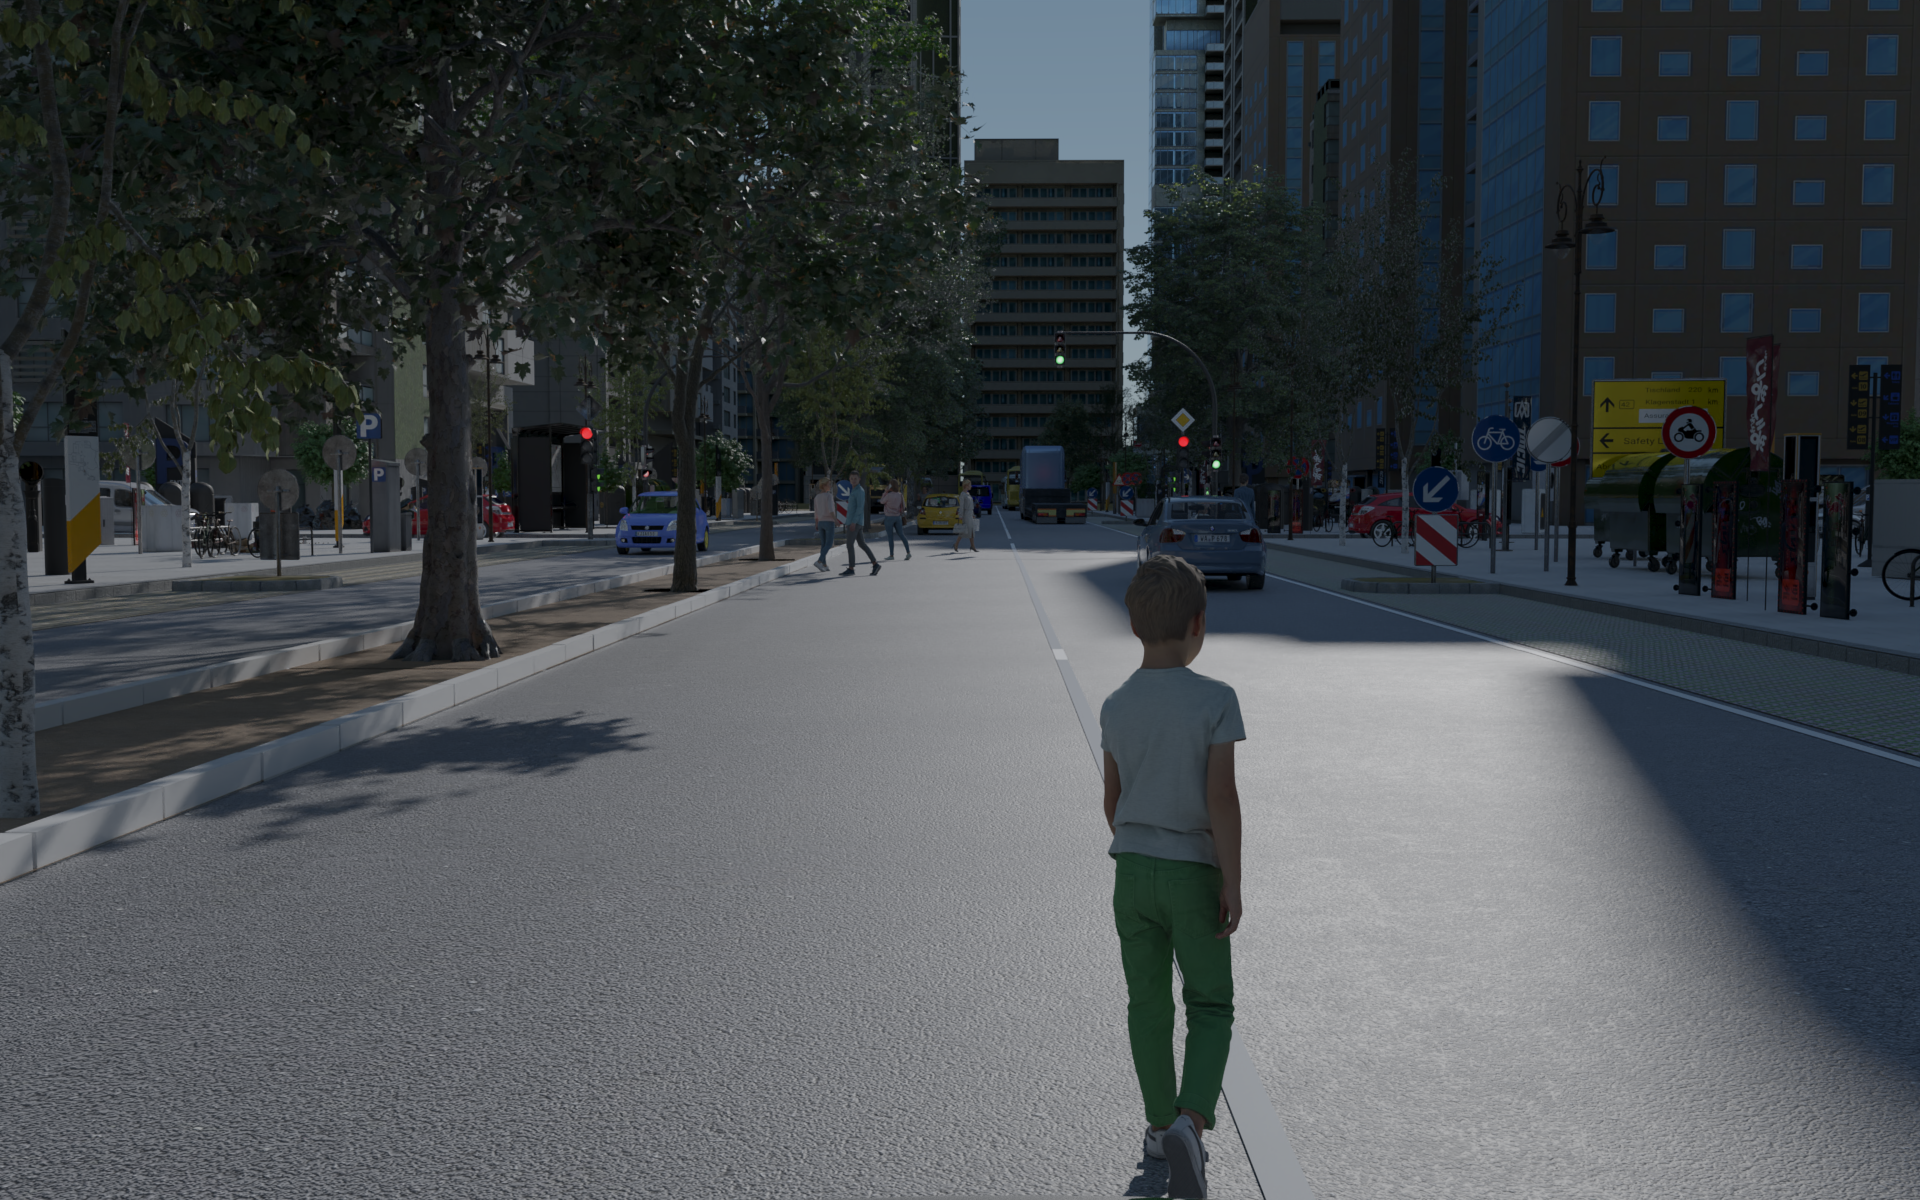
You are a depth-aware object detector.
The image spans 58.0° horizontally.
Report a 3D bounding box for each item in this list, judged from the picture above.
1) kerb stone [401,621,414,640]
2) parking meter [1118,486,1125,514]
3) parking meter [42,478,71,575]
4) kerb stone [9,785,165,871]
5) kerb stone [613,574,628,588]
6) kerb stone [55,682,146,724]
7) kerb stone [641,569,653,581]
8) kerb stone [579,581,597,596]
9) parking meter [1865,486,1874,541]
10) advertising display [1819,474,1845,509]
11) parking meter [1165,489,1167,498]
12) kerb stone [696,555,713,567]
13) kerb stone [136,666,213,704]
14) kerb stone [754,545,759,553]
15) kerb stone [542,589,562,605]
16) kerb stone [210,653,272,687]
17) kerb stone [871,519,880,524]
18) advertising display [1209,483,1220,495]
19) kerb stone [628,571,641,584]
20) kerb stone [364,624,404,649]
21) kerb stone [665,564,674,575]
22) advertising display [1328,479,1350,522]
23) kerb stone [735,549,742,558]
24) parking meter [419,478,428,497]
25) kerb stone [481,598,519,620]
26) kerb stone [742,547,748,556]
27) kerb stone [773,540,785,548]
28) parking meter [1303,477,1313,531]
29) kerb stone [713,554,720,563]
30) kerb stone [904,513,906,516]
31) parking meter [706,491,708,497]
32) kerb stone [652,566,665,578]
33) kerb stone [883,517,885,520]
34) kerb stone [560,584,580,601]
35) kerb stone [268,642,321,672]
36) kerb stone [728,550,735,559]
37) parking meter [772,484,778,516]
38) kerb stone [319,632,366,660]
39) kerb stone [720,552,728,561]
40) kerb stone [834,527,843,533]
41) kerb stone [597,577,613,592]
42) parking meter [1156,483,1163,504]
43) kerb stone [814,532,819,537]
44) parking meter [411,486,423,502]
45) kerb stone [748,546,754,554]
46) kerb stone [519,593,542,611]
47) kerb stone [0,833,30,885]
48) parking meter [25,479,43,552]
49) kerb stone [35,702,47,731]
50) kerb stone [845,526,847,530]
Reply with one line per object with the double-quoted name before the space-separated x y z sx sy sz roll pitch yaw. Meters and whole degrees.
"kerb stone" -5.479 0.297 17.337 0.120 0.150 1.000 0 4 1
"parking meter" 10.137 -6.306 108.810 0.399 1.863 0.255 -2 4 -28
"parking meter" -14.320 -1.165 27.457 0.372 1.533 0.369 0 3 0
"kerb stone" -3.558 0.925 7.079 0.120 0.150 1.000 0 4 1
"kerb stone" -5.303 -0.269 26.589 0.120 0.150 1.000 0 4 1
"kerb stone" -5.585 0.673 11.196 0.120 0.150 1.000 0 4 1
"kerb stone" -5.274 -0.389 28.638 0.120 0.150 1.000 0 4 1
"kerb stone" -5.354 -0.143 24.534 0.120 0.150 1.000 0 4 1
"parking meter" 25.218 -2.412 47.854 0.372 1.533 0.369 0 3 0
"advertising display" 28.420 -3.151 56.726 0.974 1.923 0.123 0 4 6
"parking meter" 11.125 -5.270 94.575 0.372 1.533 0.369 0 3 0
"kerb stone" -5.158 -0.768 34.789 0.120 0.150 1.000 0 4 1
"kerb stone" -5.572 0.610 12.217 0.120 0.150 1.000 0 4 1
"kerb stone" -5.036 -1.209 41.968 0.120 0.150 1.000 0 4 1
"kerb stone" -5.386 -0.013 22.467 0.120 0.150 1.000 0 4 1
"kerb stone" -5.546 0.548 13.239 0.120 0.150 1.000 0 4 1
"kerb stone" -4.238 -3.939 86.595 0.120 0.150 1.000 0 4 1
"advertising display" 14.491 -5.788 99.853 0.974 1.923 0.123 0 4 3
"kerb stone" -5.291 -0.330 27.616 0.120 0.150 1.000 0 4 1
"kerb stone" -5.495 0.360 16.315 0.120 0.150 1.000 0 4 1
"kerb stone" -5.236 -0.520 30.691 0.120 0.150 1.000 0 4 1
"advertising display" 16.710 -4.353 76.385 0.974 1.923 0.123 1 4 11
"kerb stone" -5.089 -1.020 38.895 0.120 0.150 1.000 0 4 1
"parking meter" -19.188 -3.447 62.062 0.399 1.863 0.255 0 4 -8
"kerb stone" -5.422 0.109 20.407 0.120 0.150 1.000 0 4 1
"kerb stone" -5.074 -1.084 39.922 0.120 0.150 1.000 0 4 1
"kerb stone" -4.949 -1.523 47.099 0.120 0.150 1.000 0 4 1
"parking meter" 12.134 -3.346 60.419 0.255 1.863 0.399 3 4 38
"kerb stone" -5.149 -0.832 35.819 0.120 0.150 1.000 0 4 1
"kerb stone" -3.642 -6.008 120.423 0.120 0.150 1.000 0 4 1
"parking meter" -18.071 -6.993 122.743 0.372 1.533 0.369 0 3 0
"kerb stone" -5.256 -0.457 29.659 0.120 0.150 1.000 0 4 1
"kerb stone" -4.165 -4.190 90.704 0.120 0.150 1.000 0 4 1
"kerb stone" -5.367 -0.080 23.497 0.120 0.150 1.000 0 4 1
"kerb stone" -5.536 0.485 14.264 0.120 0.150 1.000 0 4 1
"kerb stone" -5.117 -0.959 37.867 0.120 0.150 1.000 0 4 1
"parking meter" -11.009 -5.934 102.724 0.399 1.863 0.255 0 4 6
"kerb stone" -5.513 0.422 15.294 0.120 0.150 1.000 0 4 1
"kerb stone" -5.128 -0.892 36.842 0.120 0.150 1.000 0 4 1
"kerb stone" -4.601 -2.683 66.067 0.120 0.150 1.000 0 4 1
"kerb stone" -5.326 -0.204 25.556 0.120 0.150 1.000 0 4 1
"parking meter" 9.958 -4.901 85.842 0.399 1.863 0.255 3 4 39
"kerb stone" -4.757 -2.181 57.859 0.120 0.150 1.000 0 4 1
"parking meter" -17.689 -2.937 56.428 0.372 1.533 0.369 0 3 0
"kerb stone" -5.049 -1.147 40.946 0.120 0.150 1.000 0 4 1
"kerb stone" -5.398 0.046 21.436 0.120 0.150 1.000 0 4 1
"kerb stone" -3.579 0.987 6.055 0.120 0.150 1.000 0 4 1
"parking meter" -20.638 -2.011 38.589 0.255 1.863 0.399 -1 4 -17
"kerb stone" -5.604 0.735 10.174 0.120 0.150 1.000 0 4 1
"kerb stone" -4.593 -2.743 67.094 0.120 0.150 1.000 0 4 1
